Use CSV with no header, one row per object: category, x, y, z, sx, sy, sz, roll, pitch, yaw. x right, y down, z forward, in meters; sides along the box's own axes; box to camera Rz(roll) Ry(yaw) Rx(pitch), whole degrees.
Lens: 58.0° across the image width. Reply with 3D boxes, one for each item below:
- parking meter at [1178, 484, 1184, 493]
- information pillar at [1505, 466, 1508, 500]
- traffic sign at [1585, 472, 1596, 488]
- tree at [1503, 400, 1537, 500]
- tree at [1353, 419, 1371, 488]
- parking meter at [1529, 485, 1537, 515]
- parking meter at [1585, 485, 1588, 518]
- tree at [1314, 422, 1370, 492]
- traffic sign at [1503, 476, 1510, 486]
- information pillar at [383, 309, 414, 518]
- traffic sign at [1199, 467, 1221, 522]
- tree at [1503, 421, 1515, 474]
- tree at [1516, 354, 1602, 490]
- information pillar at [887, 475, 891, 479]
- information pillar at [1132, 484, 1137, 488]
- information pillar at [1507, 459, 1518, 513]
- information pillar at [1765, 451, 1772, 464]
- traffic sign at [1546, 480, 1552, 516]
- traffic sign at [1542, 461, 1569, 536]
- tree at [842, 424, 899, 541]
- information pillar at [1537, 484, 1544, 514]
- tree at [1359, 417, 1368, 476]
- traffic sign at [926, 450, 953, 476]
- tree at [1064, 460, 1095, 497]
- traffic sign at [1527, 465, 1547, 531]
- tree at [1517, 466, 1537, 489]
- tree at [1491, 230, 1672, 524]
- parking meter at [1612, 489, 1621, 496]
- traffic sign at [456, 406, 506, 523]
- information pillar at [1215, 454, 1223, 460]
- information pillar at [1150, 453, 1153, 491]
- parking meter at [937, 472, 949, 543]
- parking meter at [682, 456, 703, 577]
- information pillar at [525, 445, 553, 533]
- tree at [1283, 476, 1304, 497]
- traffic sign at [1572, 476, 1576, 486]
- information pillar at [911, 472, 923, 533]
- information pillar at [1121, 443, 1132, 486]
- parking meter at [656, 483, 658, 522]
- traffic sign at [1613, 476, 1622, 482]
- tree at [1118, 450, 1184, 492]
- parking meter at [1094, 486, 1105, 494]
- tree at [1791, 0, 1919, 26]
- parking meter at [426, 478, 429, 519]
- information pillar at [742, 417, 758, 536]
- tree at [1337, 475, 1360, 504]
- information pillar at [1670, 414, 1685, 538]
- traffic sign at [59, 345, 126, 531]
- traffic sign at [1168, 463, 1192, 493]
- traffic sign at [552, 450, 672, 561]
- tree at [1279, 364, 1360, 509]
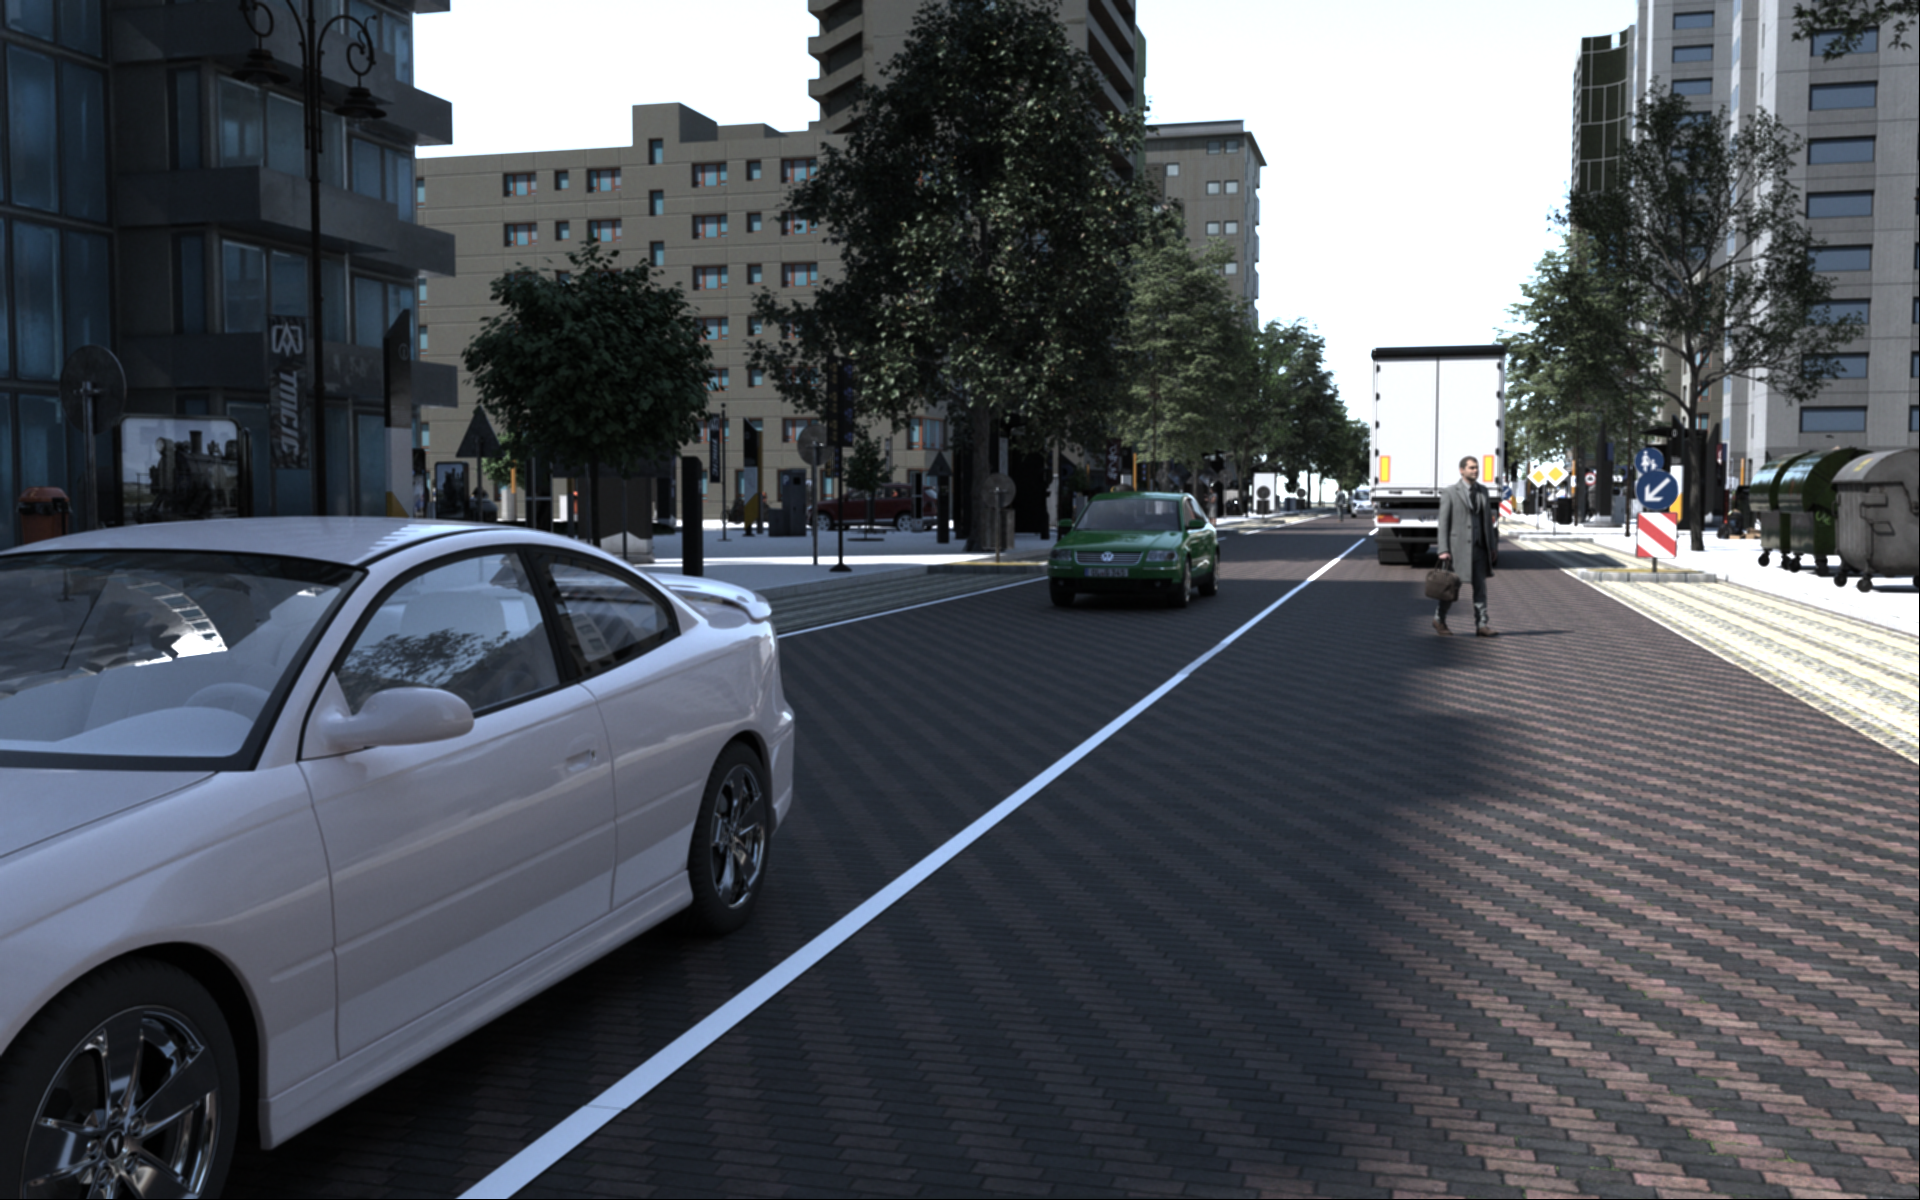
parking meter,11.772,-5.260,91.710,0.255,1.863,0.399,-3,5,-45
information pillar,39.161,-8.114,124.013,0.183,3.616,0.504,3,4,38
traffic sign,36.651,-6.157,100.771,0.768,2.556,0.104,1,4,18
tree,42.994,-11.334,135.676,4.737,8.622,4.395,0,3,0
tree,66.822,-23.455,290.146,9.857,13.997,8.962,0,3,0
parking meter,35.185,-6.157,106.384,0.399,1.863,0.255,2,4,24
parking meter,33.147,-5.284,92.110,0.399,1.863,0.255,-1,4,-11
tree,46.273,-16.913,210.947,7.601,10.594,8.767,-2,4,-35
traffic sign,39.131,-7.616,124.624,0.768,2.556,0.104,2,4,24
information pillar,-7.038,-1.859,21.754,0.183,3.616,0.504,1,4,15
traffic sign,9.103,-3.642,63.181,0.795,2.450,0.064,1,4,15
tree,47.445,-12.261,150.828,4.360,8.622,3.978,0,3,0
tree,30.318,-8.385,87.465,4.360,8.622,3.978,0,3,0
information pillar,-2.895,-3.833,67.165,0.304,2.012,0.304,-2,4,-30
information pillar,12.212,-7.133,121.119,0.304,2.012,0.304,0,4,-8
information pillar,37.041,-7.610,115.780,0.504,3.616,0.183,-2,4,-25
information pillar,43.793,-6.272,93.898,0.504,3.616,0.183,-3,4,-36
traffic sign,34.319,-6.131,100.340,0.768,2.556,0.104,1,4,21
traffic sign,18.037,-2.989,52.508,0.795,2.450,0.064,1,4,15
tree,-2.482,-3.250,47.739,1.663,3.219,1.824,0,3,0
information pillar,36.691,-6.423,109.514,0.304,2.012,0.304,0,4,5
tree,49.368,-18.798,225.468,7.486,12.596,7.792,0,3,0
traffic sign,-0.602,-3.153,51.555,0.884,2.594,0.081,1,4,22
tree,6.709,-6.168,95.444,1.663,3.219,1.824,0,3,0
traffic sign,20.105,-3.461,60.222,0.795,2.450,0.064,1,4,15
tree,39.396,-7.732,121.019,1.663,3.219,1.824,0,3,0
tree,26.515,-9.587,74.870,7.486,12.596,7.792,0,3,0
parking meter,30.346,-4.385,80.113,0.372,1.533,0.369,0,3,0
traffic sign,-7.001,-1.545,25.257,0.884,2.594,0.081,1,4,22
information pillar,14.369,-6.408,96.119,0.504,3.616,0.183,3,4,36
information pillar,10.662,-6.431,96.502,0.183,3.616,0.504,0,4,-1
parking meter,-0.442,-2.415,45.192,0.255,1.863,0.399,-1,4,-14
parking meter,-4.168,-1.301,26.977,0.255,1.863,0.399,0,4,4
information pillar,-5.977,-1.230,24.607,0.304,2.012,0.304,-2,4,-35
tree,27.270,-9.064,142.798,1.663,3.219,1.824,0,3,0
traffic sign,34.996,-5.881,98.287,0.606,2.300,0.079,1,4,22
information pillar,-1.434,-3.266,57.895,0.304,2.012,0.304,-1,4,-21
information pillar,7.152,-5.085,74.502,0.504,3.616,0.183,-2,4,-23
parking meter,-13.872,-4.562,80.295,0.399,1.863,0.255,2,4,31
traffic sign,36.024,-5.687,95.115,0.606,2.300,0.079,1,4,15
tree,13.108,-8.703,126.008,4.285,4.588,4.351,0,3,0
parking meter,4.452,-2.879,55.484,0.372,1.533,0.369,0,3,0
tree,9.123,-4.652,10.470,7.601,10.594,8.767,-3,5,-45
parking meter,-16.863,-2.970,54.264,0.399,1.863,0.255,-1,4,-22
information pillar,-6.367,-3.746,52.599,0.504,3.616,0.183,2,4,32
tree,52.260,-15.258,233.176,4.285,4.588,4.351,0,3,0
information pillar,20.914,-3.620,50.547,0.183,3.616,0.504,-1,4,-14
traffic sign,-7.419,-0.898,14.794,0.768,2.556,0.104,1,4,23
traffic sign,7.035,-3.170,55.467,0.795,2.450,0.064,1,4,15
traffic sign,-5.466,-2.010,26.735,2.265,3.308,0.079,1,4,20
tree,30.043,-14.240,150.947,7.486,12.596,7.792,0,3,0
